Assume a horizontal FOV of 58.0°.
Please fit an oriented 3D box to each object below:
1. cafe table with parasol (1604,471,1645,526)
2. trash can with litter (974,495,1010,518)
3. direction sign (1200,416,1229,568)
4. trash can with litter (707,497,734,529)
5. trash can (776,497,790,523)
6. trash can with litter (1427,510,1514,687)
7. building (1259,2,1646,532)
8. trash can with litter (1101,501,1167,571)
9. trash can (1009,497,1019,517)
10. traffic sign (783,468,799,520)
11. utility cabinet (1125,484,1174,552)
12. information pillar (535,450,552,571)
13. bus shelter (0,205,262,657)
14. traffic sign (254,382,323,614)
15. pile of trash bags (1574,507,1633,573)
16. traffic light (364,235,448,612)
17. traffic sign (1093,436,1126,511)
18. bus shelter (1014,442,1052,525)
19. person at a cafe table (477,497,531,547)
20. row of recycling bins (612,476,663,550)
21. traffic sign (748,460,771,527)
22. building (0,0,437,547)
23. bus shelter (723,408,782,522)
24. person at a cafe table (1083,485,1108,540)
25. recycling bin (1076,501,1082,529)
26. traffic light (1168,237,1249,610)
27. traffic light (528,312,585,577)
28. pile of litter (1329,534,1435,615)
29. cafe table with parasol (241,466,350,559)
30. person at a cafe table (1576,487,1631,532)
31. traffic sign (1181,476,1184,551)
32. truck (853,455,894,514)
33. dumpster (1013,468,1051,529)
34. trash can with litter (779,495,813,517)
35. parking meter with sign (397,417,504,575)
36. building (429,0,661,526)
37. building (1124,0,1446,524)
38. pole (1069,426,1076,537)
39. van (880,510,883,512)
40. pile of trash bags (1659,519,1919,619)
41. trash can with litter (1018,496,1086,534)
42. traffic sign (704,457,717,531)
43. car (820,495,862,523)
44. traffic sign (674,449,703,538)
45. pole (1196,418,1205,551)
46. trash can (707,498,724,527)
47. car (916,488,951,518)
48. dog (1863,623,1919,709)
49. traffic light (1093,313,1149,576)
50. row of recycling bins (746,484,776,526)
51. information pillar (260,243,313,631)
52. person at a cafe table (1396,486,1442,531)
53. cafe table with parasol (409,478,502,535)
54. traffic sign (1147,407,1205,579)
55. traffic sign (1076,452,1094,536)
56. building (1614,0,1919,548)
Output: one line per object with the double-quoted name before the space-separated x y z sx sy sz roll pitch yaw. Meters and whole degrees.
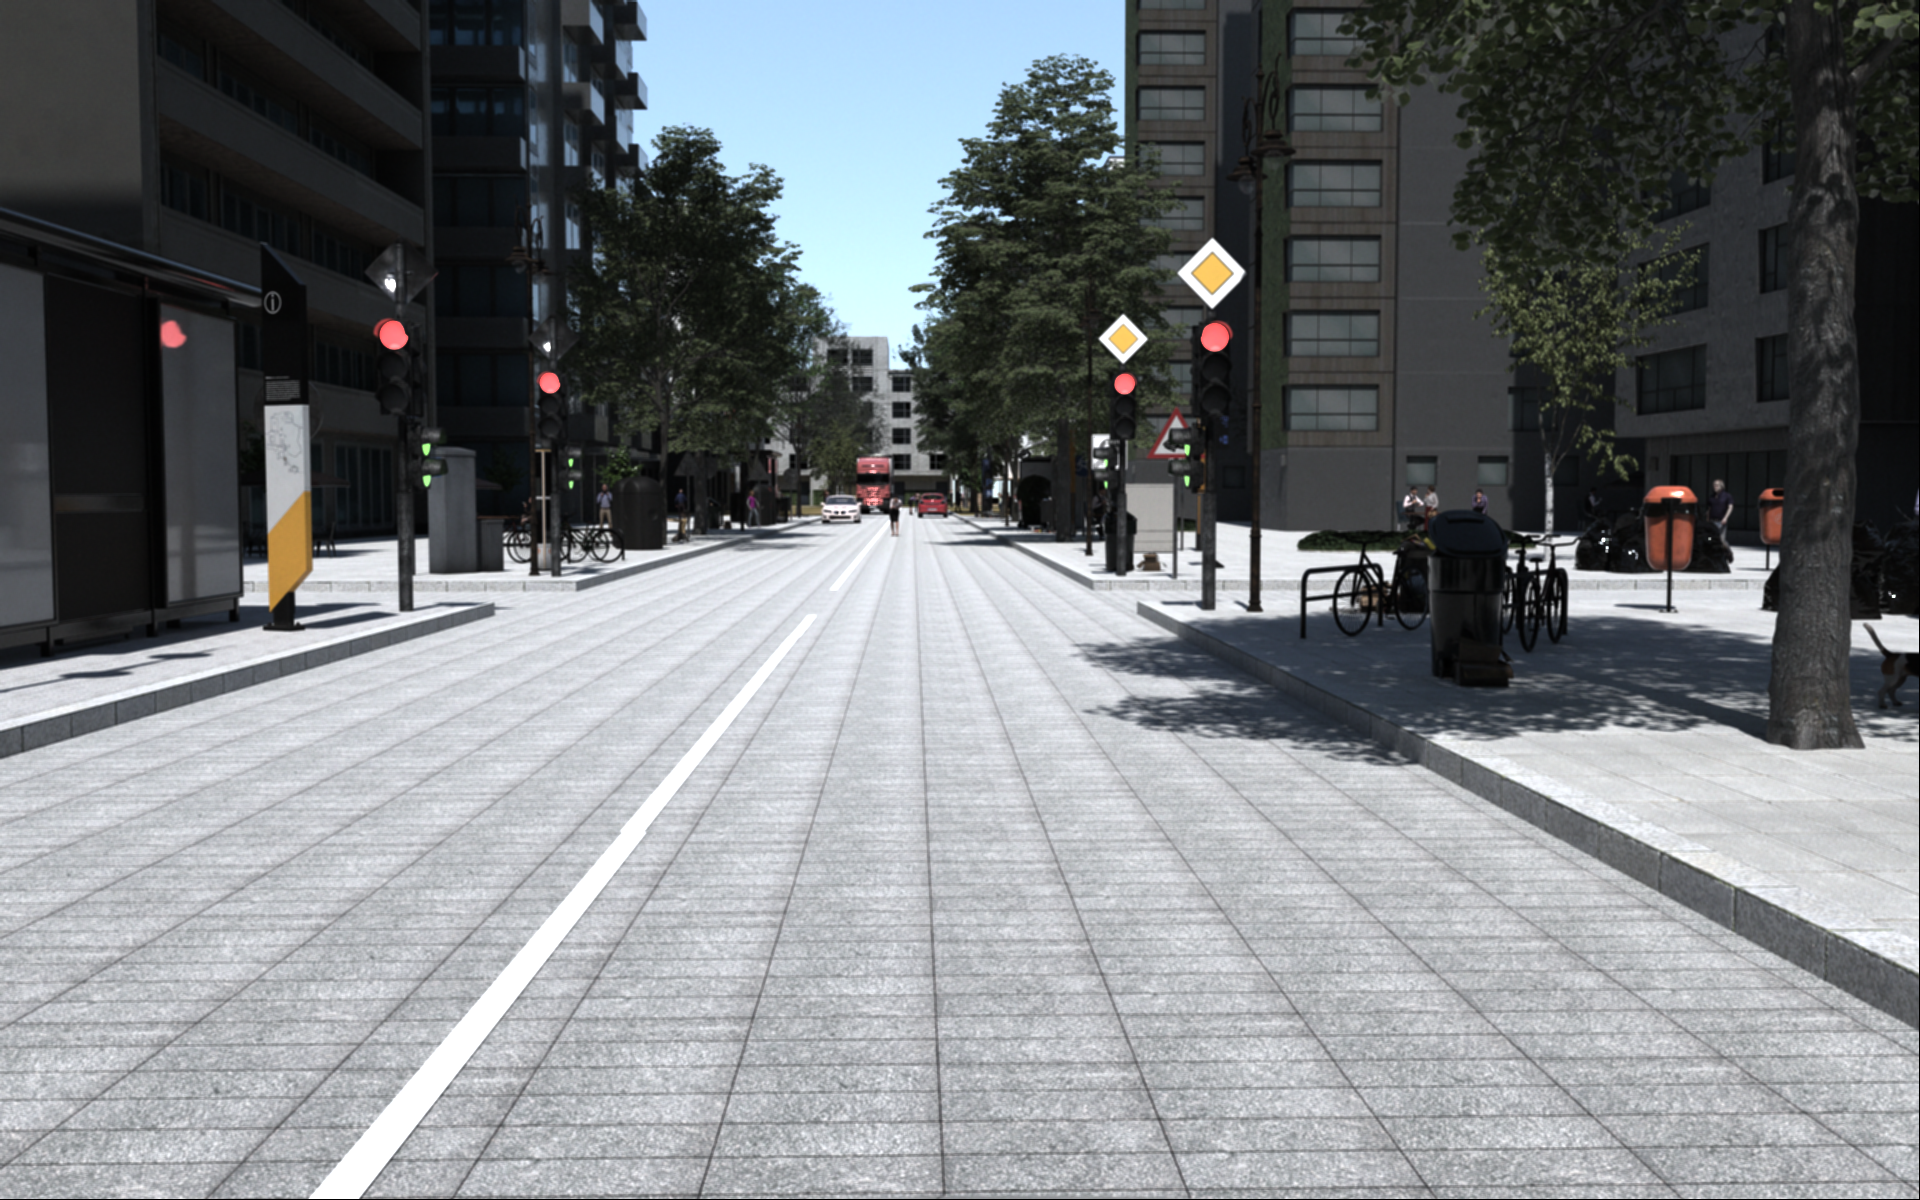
"cafe table with parasol" 20.154 -2.853 51.510 2.610 1.966 2.610 -1 4 -13
"trash can with litter" 1.825 -5.057 93.743 2.233 1.210 1.678 0 4 -3
"direction sign" 4.415 -2.329 30.069 0.379 3.537 0.876 3 5 40
"trash can with litter" -8.863 -3.208 63.830 1.055 1.170 0.624 -1 4 -15
"trash can" -7.858 -3.942 76.103 0.748 1.137 0.748 0 3 0
"trash can with litter" 3.590 -0.033 11.923 0.624 1.170 1.055 0 4 2
"building" 18.007 -23.330 65.038 14.154 41.232 14.086 0 4 -2
"trash can with litter" 2.906 -1.075 28.971 1.055 1.170 0.624 0 4 -3
"trash can" 3.078 -5.281 97.997 0.748 1.137 0.748 0 3 0
"traffic sign" -8.236 -5.153 84.360 0.768 2.556 0.104 0 4 3
"utility cabinet" 4.095 -1.777 37.741 1.173 1.500 0.318 0 4 -5
"information pillar" -6.943 -1.492 28.881 0.304 2.012 0.304 2 4 30
"bus shelter" -7.936 -2.164 13.009 2.179 5.291 8.768 0 4 -2
"traffic sign" -7.169 -1.124 18.490 0.768 2.556 0.104 0 4 5
"pile of trash bags" 12.138 -1.163 28.766 3.447 1.369 1.912 0 4 0
"traffic light" -6.040 -1.829 18.830 0.839 4.253 0.868 0 4 -2
"traffic sign" 2.571 -1.695 29.844 0.606 2.300 0.079 0 4 4
"bus shelter" 3.350 -4.654 70.024 2.014 3.302 5.546 0 4 -2
"person at a cafe table" -11.007 -1.950 42.750 1.726 1.238 1.698 -1 4 -14
"row of recycling bins" -7.726 -2.079 41.109 1.069 1.692 3.534 -1 4 -17
"traffic sign" -7.725 -4.080 66.718 0.884 2.594 0.081 0 4 0
"building" -27.094 -25.667 43.359 21.300 48.544 21.600 0 4 -2
"bus shelter" -9.984 -6.470 83.409 2.179 5.291 8.768 0 4 -1
"person at a cafe table" 4.232 -2.433 48.295 1.622 1.524 1.698 2 4 35
"recycling bin" 4.119 -3.124 63.629 0.722 1.027 0.722 -2 4 -30
"traffic light" 2.737 -1.845 19.087 0.839 4.253 0.868 0 4 -2
"traffic light" -6.261 -2.318 26.812 0.839 4.253 0.868 0 4 -2
"pile of litter" 4.856 -0.306 18.963 1.719 0.858 1.176 0 4 5
"cafe table with parasol" -13.500 -1.830 34.789 2.610 1.966 2.610 -2 4 -35
"person at a cafe table" 21.650 -3.049 58.372 1.622 1.524 1.698 0 4 -3
"traffic sign" 5.022 -2.263 39.127 0.606 2.300 0.079 0 4 5
"truck" -6.122 -8.339 125.252 2.839 4.237 11.283 0 4 -1
"dumpster" 2.792 -3.788 64.435 1.502 2.255 1.985 0 4 -2
"trash can with litter" -9.429 -5.295 97.633 2.233 1.210 1.678 0 4 -5
"parking meter with sign" -8.178 -1.938 27.955 0.543 3.016 1.738 2 4 34
"building" -26.890 -28.175 80.266 23.786 49.044 30.456 0 4 -2
"building" 15.068 -24.674 87.010 14.154 41.232 14.086 0 4 -2
"pole" 3.359 -3.544 51.779 0.158 3.312 0.155 0 3 0
"van" -6.999 -8.112 139.647 2.013 2.044 4.112 0 4 -1
"pile of trash bags" 9.102 -0.536 18.521 3.447 1.369 1.912 1 4 20
"trash can with litter" 3.155 -2.792 56.702 2.233 1.210 1.678 2 4 33
"traffic sign" -8.723 -3.630 59.457 0.768 2.556 0.104 0 4 2
"car" -5.919 -4.542 86.625 2.083 1.381 4.827 0 4 -2
"traffic sign" -7.884 -3.073 50.245 0.884 2.594 0.081 0 4 7
"pole" 5.393 -2.745 38.724 0.158 3.312 0.155 0 3 0
"trash can" -9.638 -3.463 68.269 0.748 1.137 0.748 0 3 0
"car" -1.652 -5.939 106.141 2.155 1.783 4.494 0 4 0
"dog" 5.749 0.398 10.322 0.540 0.507 0.406 0 4 -4
"traffic light" 2.517 -2.333 27.069 0.839 4.253 0.868 0 4 -2
"row of recycling bins" -8.192 -3.912 71.068 1.069 1.692 3.534 0 4 1
"information pillar" -6.291 -1.518 16.167 0.504 3.616 0.183 2 4 24
"person at a cafe table" 13.915 -2.668 52.141 1.698 1.524 1.622 -3 5 -42
"cafe table with parasol" -14.828 -2.818 50.942 2.610 1.966 2.610 0 4 2
"traffic sign" 3.238 -1.591 26.022 0.884 2.594 0.081 0 4 -1
"traffic sign" 3.754 -3.206 52.523 0.768 2.556 0.104 0 4 6
"building" 25.528 -16.505 41.554 14.107 30.474 14.160 0 4 -2
